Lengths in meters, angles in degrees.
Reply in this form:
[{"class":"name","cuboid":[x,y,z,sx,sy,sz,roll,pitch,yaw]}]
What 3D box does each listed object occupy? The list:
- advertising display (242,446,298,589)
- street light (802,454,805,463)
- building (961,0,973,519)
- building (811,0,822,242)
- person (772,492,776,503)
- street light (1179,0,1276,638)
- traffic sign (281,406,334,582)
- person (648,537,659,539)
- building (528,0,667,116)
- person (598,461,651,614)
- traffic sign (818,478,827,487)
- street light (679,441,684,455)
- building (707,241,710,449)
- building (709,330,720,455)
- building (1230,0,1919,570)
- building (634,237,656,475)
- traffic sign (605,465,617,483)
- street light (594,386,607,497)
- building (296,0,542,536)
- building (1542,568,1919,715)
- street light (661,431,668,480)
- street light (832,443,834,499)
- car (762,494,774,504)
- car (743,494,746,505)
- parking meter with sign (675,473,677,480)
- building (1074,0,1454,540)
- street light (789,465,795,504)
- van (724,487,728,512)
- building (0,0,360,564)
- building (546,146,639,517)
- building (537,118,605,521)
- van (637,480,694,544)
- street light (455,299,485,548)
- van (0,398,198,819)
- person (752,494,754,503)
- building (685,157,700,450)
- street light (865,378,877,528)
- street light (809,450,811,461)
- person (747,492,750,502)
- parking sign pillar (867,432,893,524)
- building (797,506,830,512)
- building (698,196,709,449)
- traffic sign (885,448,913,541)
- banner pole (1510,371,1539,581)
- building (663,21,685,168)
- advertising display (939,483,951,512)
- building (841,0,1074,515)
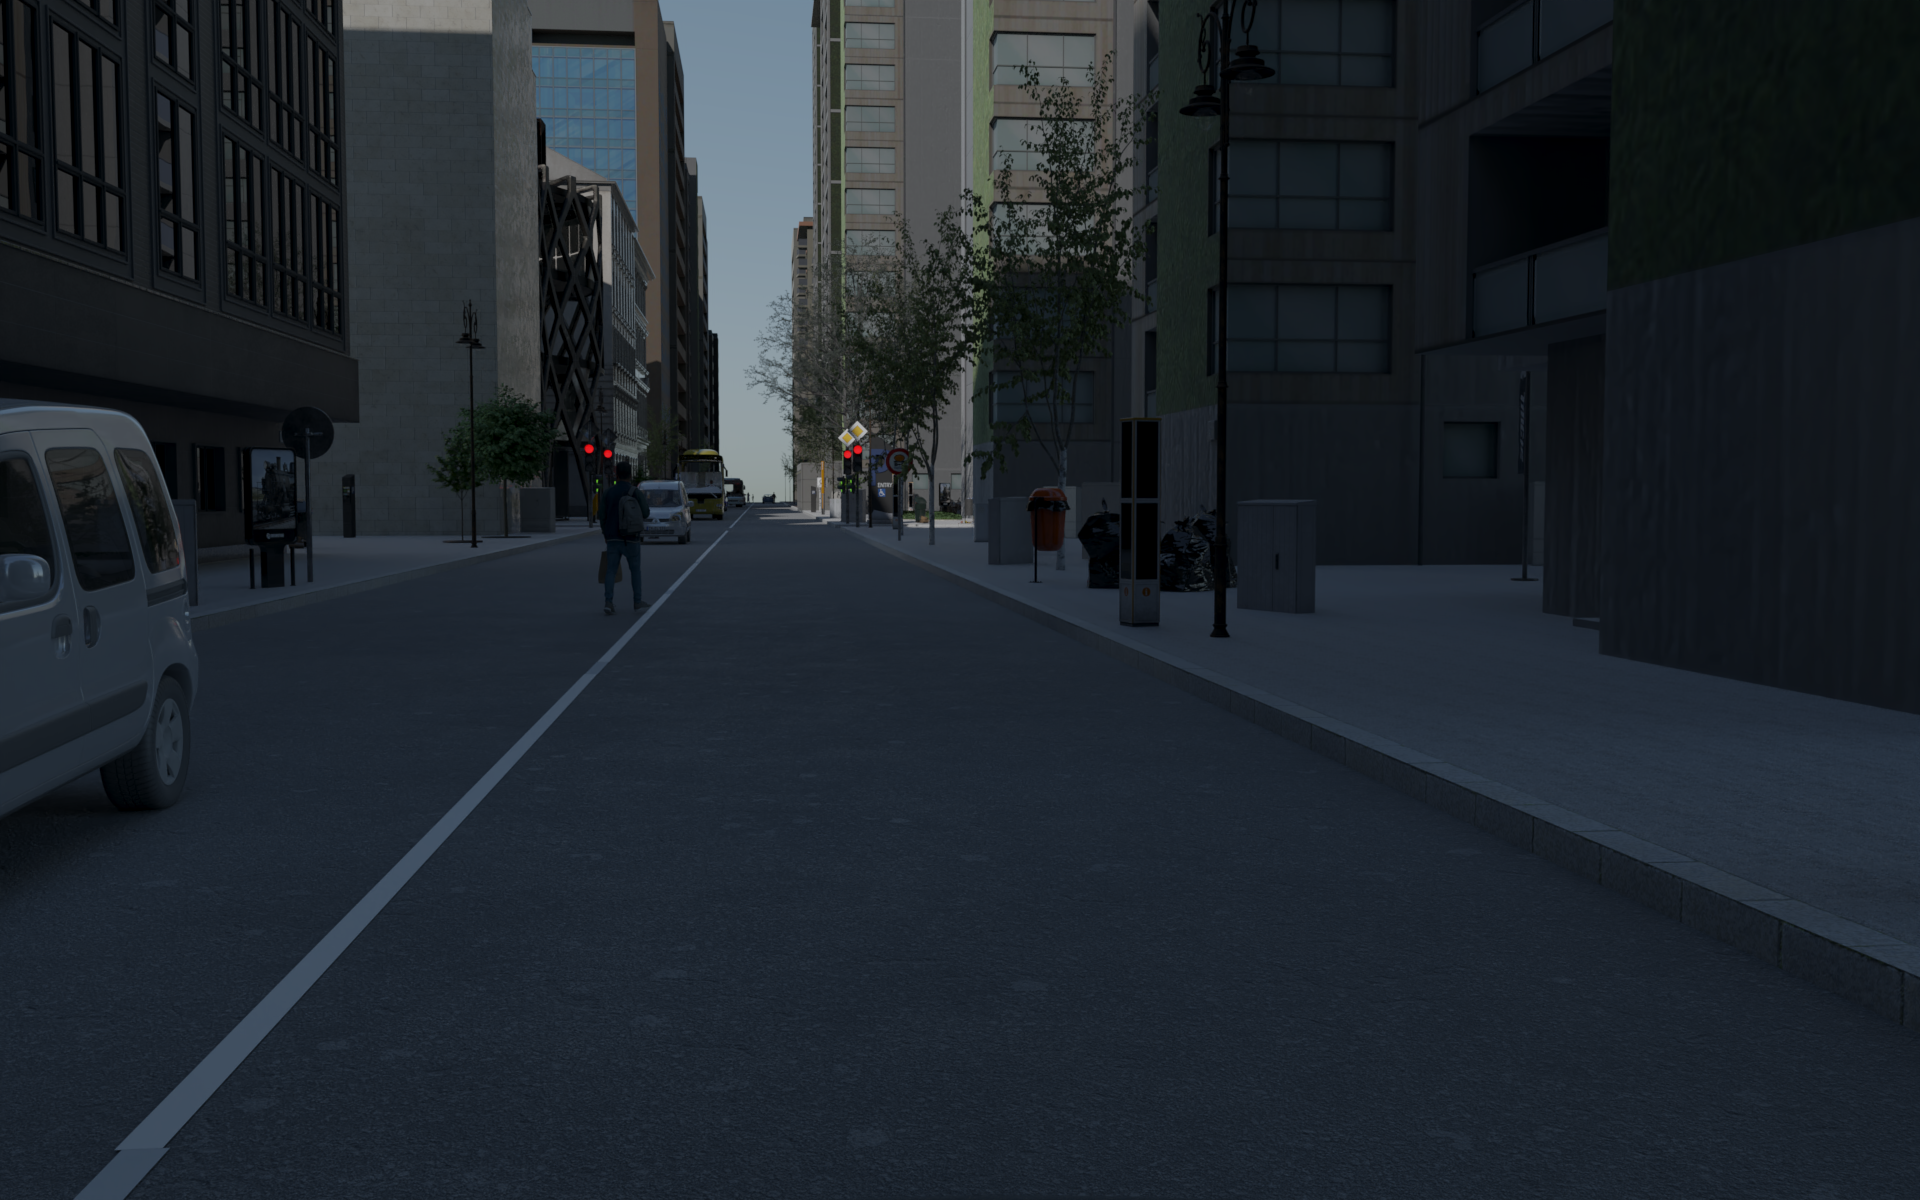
[{"class":"advertising display","cuboid":[-9.447,-1.134,23.760,0.123,1.923,0.974,1,4,16]},{"class":"street light","cuboid":[-15.817,-12.369,175.018,0.468,5.910,1.993,0,4,-6]},{"class":"building","cuboid":[15.046,-33.223,85.196,28.212,58.520,21.231,0,4,-6]},{"class":"building","cuboid":[0.341,-35.472,169.213,28.713,52.752,27.495,0,4,-6]},{"class":"person","cuboid":[-28.427,-15.641,264.776,0.990,1.755,0.434,3,4,36]},{"class":"street light","cuboid":[2.334,-2.605,15.374,0.468,5.910,1.993,0,4,-6]},{"class":"traffic sign","cuboid":[-9.486,-1.535,25.208,0.768,2.556,0.104,0,3,0]},{"class":"person","cuboid":[-9.817,-2.615,55.541,0.394,1.301,0.425,0,4,7]},{"class":"building","cuboid":[-33.178,-30.790,153.529,14.600,45.320,14.200,0,4,-6]},{"class":"person","cuboid":[-4.060,-0.746,20.687,0.794,1.824,0.713,1,4,22]},{"class":"traffic sign","cuboid":[-8.583,-6.468,107.888,0.606,2.300,0.079,0,4,-3]},{"class":"street light","cuboid":[-24.018,-10.817,149.642,0.468,5.910,1.993,0,4,-6]},{"class":"building","cuboid":[-48.273,-38.735,283.425,14.600,45.320,14.200,0,4,-6]},{"class":"building","cuboid":[-48.749,-32.220,298.504,14.160,30.474,14.107,0,4,-6]},{"class":"building","cuboid":[10.831,-21.626,37.175,14.154,41.232,14.086,0,4,-6]},{"class":"building","cuboid":[-28.228,-17.604,123.975,11.583,22.565,21.152,0,4,-6]},{"class":"traffic sign","cuboid":[-15.380,-4.701,76.959,0.768,2.556,0.104,0,4,-1]},{"class":"street light","cuboid":[-15.333,-6.198,74.132,0.468,5.910,1.993,0,4,-6]},{"class":"building","cuboid":[-23.191,-12.387,57.272,16.860,20.320,10.420,0,4,-6]},{"class":"building","cuboid":[11.905,-20.276,15.111,14.154,41.232,14.086,0,4,-6]},{"class":"street light","cuboid":[-21.131,-9.262,124.218,0.468,5.910,1.993,0,4,-6]},{"class":"street light","cuboid":[-7.247,-7.716,98.939,0.468,5.910,1.993,0,4,-6]},{"class":"car","cuboid":[-28.779,-15.164,259.940,2.014,1.417,4.499,0,4,-5]},{"class":"car","cuboid":[-28.360,-12.981,220.915,2.281,1.827,5.304,0,4,-6]},{"class":"parking meter with sign","cuboid":[-23.463,-9.052,144.258,0.543,3.016,1.738,-1,4,-11]},{"class":"building","cuboid":[7.204,-22.958,58.950,14.154,41.232,14.086,0,4,-6]},{"class":"street light","cuboid":[-21.548,-15.420,224.900,0.468,5.910,1.993,0,4,-6]},{"class":"van","cuboid":[-20.315,-8.516,143.625,2.240,2.365,5.245,0,4,-6]},{"class":"building","cuboid":[-18.568,-14.122,24.405,14.314,27.812,24.014,0,4,-6]},{"class":"building","cuboid":[-24.862,-15.613,104.428,9.793,20.994,18.267,0,4,-6]},{"class":"building","cuboid":[-25.403,-13.073,81.195,16.820,18.784,16.811,0,4,-6]},{"class":"van","cuboid":[-8.770,-2.668,50.638,2.013,2.044,4.112,0,4,-6]},{"class":"street light","cuboid":[-11.620,-4.187,41.253,0.468,5.910,1.993,0,4,-6]},{"class":"van","cuboid":[-4.228,0.034,6.449,2.013,2.044,4.112,0,4,-8]},{"class":"person","cuboid":[-34.269,-16.799,286.429,0.557,1.426,1.065,-2,4,-28]},{"class":"building","cuboid":[-38.004,-31.812,203.717,14.154,41.232,14.086,0,4,-6]},{"class":"street light","cuboid":[-3.406,-5.687,65.775,0.468,5.910,1.993,0,4,-6]},{"class":"street light","cuboid":[-12.873,-10.772,148.907,0.468,5.910,1.993,0,4,-6]},{"class":"person","cuboid":[-36.702,-17.811,300.373,0.621,1.740,0.551,2,4,27]},{"class":"parking sign pillar","cuboid":[-3.291,-5.268,74.611,1.447,3.967,1.447,2,4,24]},{"class":"building","cuboid":[-2.774,-42.842,138.712,20.563,71.187,20.611,0,4,-6]},{"class":"building","cuboid":[-49.667,-39.218,264.909,21.300,48.544,21.600,0,4,-6]},{"class":"traffic sign","cuboid":[-1.664,-2.903,47.564,0.768,2.556,0.104,0,4,-5]},{"class":"banner pole","cuboid":[8.405,-2.189,25.813,0.401,3.779,0.863,0,4,7]},{"class":"building","cuboid":[-38.272,-33.464,170.834,21.300,48.544,21.600,0,4,-6]},{"class":"advertising display","cuboid":[-0.882,-5.772,99.583,0.123,1.923,0.974,3,4,37]},{"class":"building","cuboid":[-0.887,-26.348,114.377,14.154,41.232,14.086,0,4,-6]}]
